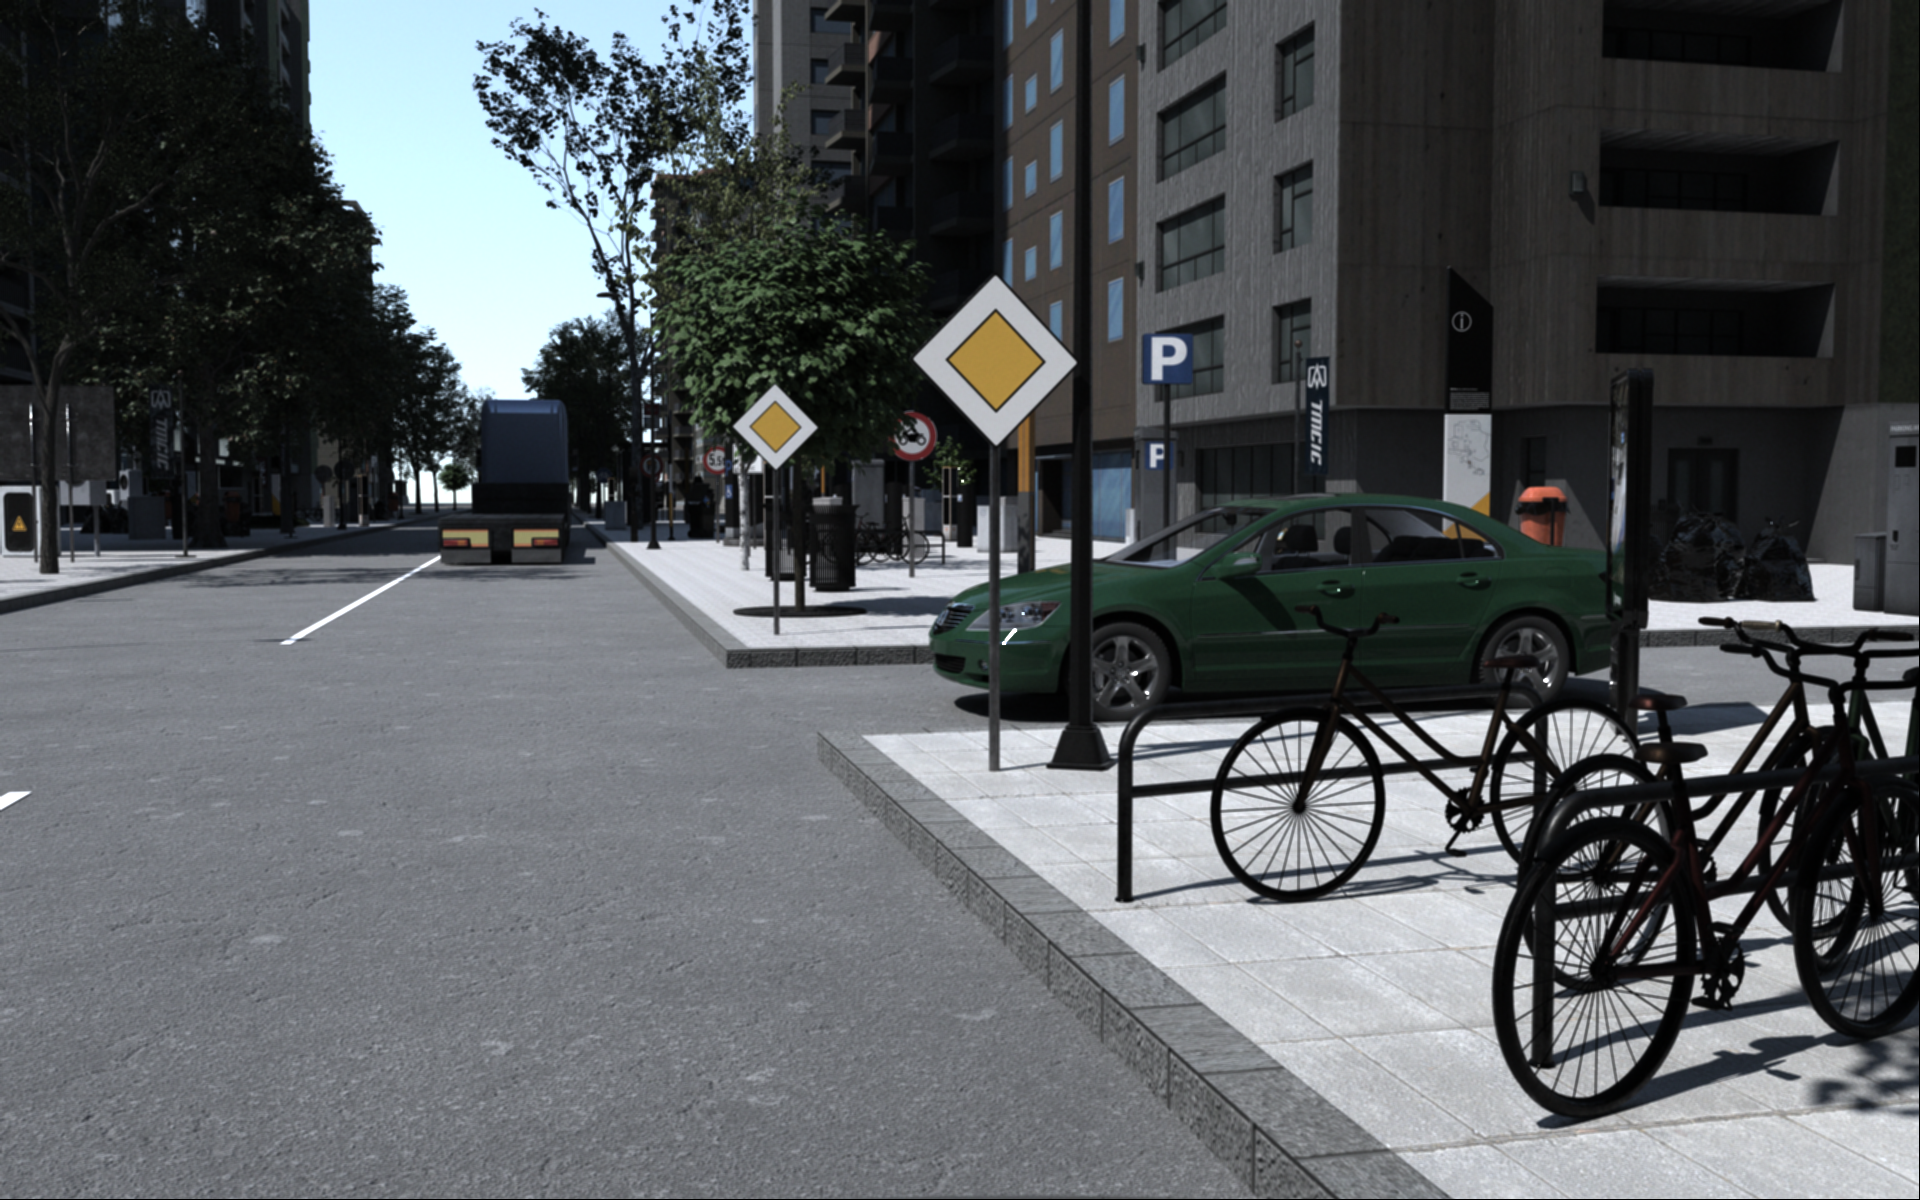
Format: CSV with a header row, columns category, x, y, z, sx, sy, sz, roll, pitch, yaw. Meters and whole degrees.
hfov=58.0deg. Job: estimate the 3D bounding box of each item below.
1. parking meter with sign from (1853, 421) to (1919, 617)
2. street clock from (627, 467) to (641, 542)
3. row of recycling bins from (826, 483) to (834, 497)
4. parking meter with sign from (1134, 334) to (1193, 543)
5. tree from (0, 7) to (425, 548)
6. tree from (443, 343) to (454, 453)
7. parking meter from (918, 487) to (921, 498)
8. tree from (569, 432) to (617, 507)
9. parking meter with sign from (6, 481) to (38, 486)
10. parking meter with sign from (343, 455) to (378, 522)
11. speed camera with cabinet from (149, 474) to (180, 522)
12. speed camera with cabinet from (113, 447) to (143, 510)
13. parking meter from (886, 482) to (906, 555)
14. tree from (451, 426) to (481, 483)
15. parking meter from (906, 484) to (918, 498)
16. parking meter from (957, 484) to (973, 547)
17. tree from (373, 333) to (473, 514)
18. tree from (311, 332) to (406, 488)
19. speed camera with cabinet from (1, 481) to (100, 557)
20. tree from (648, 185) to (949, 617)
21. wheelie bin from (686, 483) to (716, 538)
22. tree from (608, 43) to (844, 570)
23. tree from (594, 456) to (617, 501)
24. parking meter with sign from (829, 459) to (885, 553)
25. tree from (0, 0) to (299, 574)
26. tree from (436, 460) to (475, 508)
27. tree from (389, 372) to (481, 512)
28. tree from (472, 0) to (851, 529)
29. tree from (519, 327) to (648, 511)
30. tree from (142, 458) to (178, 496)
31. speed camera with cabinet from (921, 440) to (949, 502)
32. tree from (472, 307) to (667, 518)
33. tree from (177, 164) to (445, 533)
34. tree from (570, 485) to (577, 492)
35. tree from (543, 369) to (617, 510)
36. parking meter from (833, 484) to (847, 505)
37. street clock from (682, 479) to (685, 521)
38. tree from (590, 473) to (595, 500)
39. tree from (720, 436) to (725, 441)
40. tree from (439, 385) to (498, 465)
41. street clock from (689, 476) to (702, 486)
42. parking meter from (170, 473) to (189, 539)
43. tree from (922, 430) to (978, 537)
category,x,y,z,sx,sy,sz,roll,pitch,yaw
parking meter with sign,10.211,-1.346,18.274,0.543,3.016,1.738,-1,4,-13
street clock,-8.699,-2.547,46.207,0.358,2.002,0.471,-1,4,-10
row of recycling bins,-4.932,-3.674,67.180,1.069,1.692,3.534,1,4,20
parking meter with sign,2.251,-1.435,19.728,0.543,3.016,1.738,0,4,0
tree,-18.077,-7.607,41.377,9.611,12.733,9.660,0,3,0
tree,-31.338,-10.728,93.523,7.486,12.596,7.792,0,3,0
parking meter,-1.285,-2.464,48.705,0.372,1.533,0.369,0,3,0
tree,-38.148,-15.668,173.175,9.611,12.733,9.660,0,3,0
parking meter with sign,-25.137,-3.068,46.421,1.738,3.016,0.543,0,4,-2
parking meter with sign,-27.312,-5.034,78.563,1.738,3.016,0.543,1,4,16
speed camera with cabinet,-36.290,-5.215,79.604,2.038,3.252,0.660,1,4,18
speed camera with cabinet,-31.458,-4.321,64.991,2.038,3.252,0.660,3,4,37
parking meter,-1.390,-1.734,36.769,0.372,1.533,0.369,0,3,0
tree,-49.083,-13.718,174.645,4.360,8.622,3.978,0,3,0
parking meter,-1.324,-2.065,42.177,0.372,1.533,0.369,0,3,0
parking meter,0.118,-2.042,41.796,0.372,1.533,0.369,0,3,0
tree,-34.998,-11.331,111.022,9.928,11.665,9.643,0,3,0
tree,-25.212,-7.496,72.921,4.360,8.622,3.978,0,3,0
speed camera with cabinet,-18.432,-2.497,35.157,2.038,3.252,0.660,1,4,9
tree,-1.663,-2.135,18.623,4.285,4.588,4.351,0,3,0
wheelie bin,-7.547,-2.610,50.578,0.980,1.594,0.693,3,4,38
tree,-3.639,-4.789,28.668,4.737,8.622,4.395,0,3,0
tree,-17.157,-5.636,86.748,1.663,3.219,1.824,0,3,0
parking meter with sign,-1.982,-2.533,37.677,1.738,3.016,0.543,-1,4,-9
tree,-14.640,-5.680,27.276,8.767,10.594,7.601,-1,4,-12
tree,-46.060,-10.644,157.745,4.285,4.588,4.351,0,3,0
tree,-37.630,-11.620,124.393,8.767,10.594,7.601,-1,4,-17
tree,-10.328,-12.594,61.800,12.611,20.169,13.585,0,3,0
tree,-28.090,-13.628,129.479,9.857,13.997,8.962,0,3,0
tree,-35.480,-4.987,76.134,1.663,3.219,1.824,0,3,0
speed camera with cabinet,-0.993,-3.999,59.727,2.038,3.252,0.660,3,5,42
tree,-19.662,-10.335,94.740,9.928,11.665,9.643,0,3,0
tree,-21.795,-8.443,56.168,7.486,12.596,7.792,0,3,0
tree,-40.975,-14.525,187.848,4.360,8.622,3.978,0,3,0
tree,-31.465,-13.692,141.990,7.486,12.596,7.792,0,3,0
parking meter,-3.111,-2.241,45.052,0.372,1.533,0.369,0,3,0
street clock,-13.014,-4.748,82.203,0.358,2.002,0.471,-2,4,-29
tree,-32.739,-9.779,154.488,1.663,3.219,1.824,0,3,0
tree,-8.668,-7.587,74.409,4.360,8.622,3.978,0,3,0
tree,-53.484,-17.287,193.018,12.009,13.543,11.850,0,3,0
street clock,-10.568,-3.998,69.931,0.358,2.002,0.471,1,4,9
parking meter,-22.103,-2.650,49.038,0.255,1.863,0.399,3,4,38
tree,-0.432,-3.539,52.468,1.663,3.219,1.824,0,3,0
